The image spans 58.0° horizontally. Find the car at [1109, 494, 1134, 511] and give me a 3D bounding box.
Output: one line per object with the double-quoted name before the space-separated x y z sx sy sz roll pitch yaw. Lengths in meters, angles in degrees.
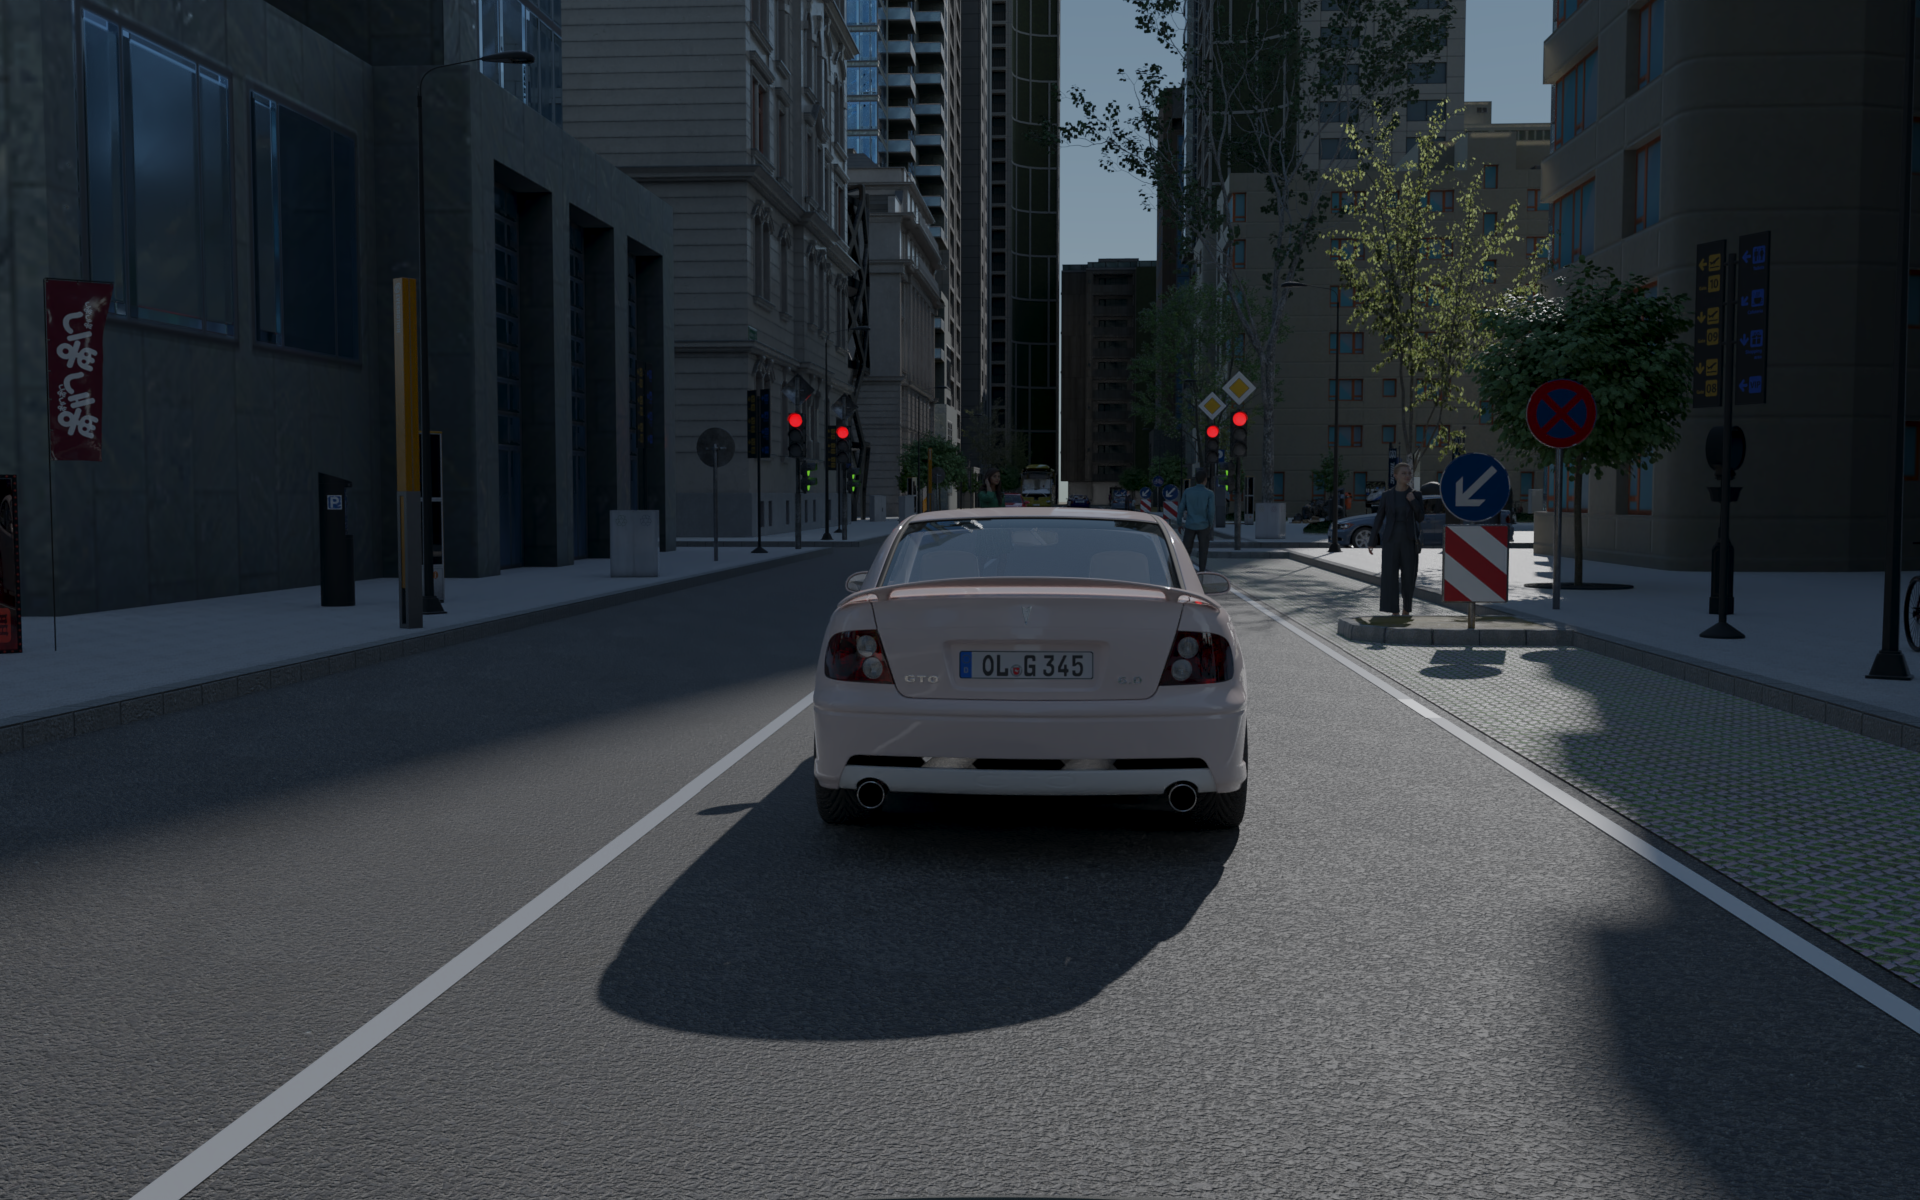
"car" 13.004 -7.769 139.019 2.014 1.417 4.499 0 4 4

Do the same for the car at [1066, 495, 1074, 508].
"car" 11.715 -9.938 174.842 2.083 1.381 4.827 0 4 3

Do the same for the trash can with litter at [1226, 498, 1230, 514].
"trash can with litter" 13.590 -4.711 88.408 1.055 1.170 0.624 -3 5 -42

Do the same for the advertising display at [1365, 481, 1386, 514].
"advertising display" 20.755 -4.974 86.539 0.974 1.923 0.123 1 4 20

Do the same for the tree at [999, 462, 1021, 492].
"tree" 5.009 -11.948 179.070 4.285 4.588 4.351 0 3 0

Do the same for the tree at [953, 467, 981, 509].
"tree" 0.134 -7.565 118.290 1.663 3.219 1.824 0 3 0

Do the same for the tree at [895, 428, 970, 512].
"tree" -1.521 -6.272 86.267 4.285 4.588 4.351 0 3 0

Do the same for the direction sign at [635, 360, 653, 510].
"direction sign" -5.410 -2.308 29.739 0.379 3.537 0.876 0 4 7

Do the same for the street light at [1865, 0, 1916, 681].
"street light" 5.942 -2.410 11.941 1.470 5.913 1.316 0 4 4

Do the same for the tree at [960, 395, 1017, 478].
"tree" 2.199 -10.943 129.285 4.360 8.622 3.978 0 3 0

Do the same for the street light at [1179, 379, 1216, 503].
"street light" 9.736 -5.963 70.033 1.470 5.913 1.316 0 4 4

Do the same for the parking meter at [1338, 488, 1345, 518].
"parking meter" 15.968 -3.933 72.722 0.372 1.533 0.369 0 3 0

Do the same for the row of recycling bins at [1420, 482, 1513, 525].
"row of recycling bins" 17.470 -3.229 59.915 3.534 1.692 1.069 -1 4 -18

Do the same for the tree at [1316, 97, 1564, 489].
"tree" 8.703 -5.024 32.503 4.360 8.622 3.978 0 3 0

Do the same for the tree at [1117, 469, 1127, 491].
"tree" 19.200 -12.773 192.556 4.285 4.588 4.351 0 3 0

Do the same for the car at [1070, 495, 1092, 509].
"car" 10.525 -8.482 151.255 1.945 1.354 3.894 0 4 6

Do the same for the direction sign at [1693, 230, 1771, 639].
"direction sign" 6.819 -1.431 15.386 0.379 3.537 0.876 -1 4 -17

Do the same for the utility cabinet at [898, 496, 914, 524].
"utility cabinet" -2.204 -3.664 71.062 0.306 1.237 1.020 1 4 21

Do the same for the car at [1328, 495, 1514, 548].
"car" 11.476 -1.913 43.272 4.499 1.417 2.014 0 4 2

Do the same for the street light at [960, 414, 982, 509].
"street light" 0.596 -7.836 100.665 1.470 5.913 1.316 0 4 4

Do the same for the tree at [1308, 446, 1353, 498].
"tree" 14.895 -4.628 70.267 1.663 3.219 1.824 0 3 0

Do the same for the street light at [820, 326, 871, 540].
"street light" -3.170 -4.621 48.096 1.470 5.913 1.316 0 4 4

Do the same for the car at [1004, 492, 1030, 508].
"car" 2.234 -4.441 81.645 2.155 1.783 4.494 0 4 4

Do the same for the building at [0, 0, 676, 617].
"building" -22.676 -43.669 26.661 31.000 86.520 22.319 0 4 4

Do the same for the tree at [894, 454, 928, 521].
"tree" -2.508 -5.386 82.662 1.663 3.219 1.824 0 3 0

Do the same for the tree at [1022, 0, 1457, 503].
"tree" 8.904 -12.264 56.404 12.611 20.169 13.585 0 3 0

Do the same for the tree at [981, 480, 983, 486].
"tree" 0.937 -7.967 124.864 1.663 3.219 1.824 0 3 0

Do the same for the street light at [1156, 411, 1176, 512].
"street light" 11.753 -7.558 96.117 1.470 5.913 1.316 0 4 4

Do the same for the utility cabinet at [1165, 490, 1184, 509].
"utility cabinet" 13.263 -6.012 106.975 1.173 1.500 0.318 -2 4 -25

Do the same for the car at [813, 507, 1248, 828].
"car" 0.385 0.214 8.856 2.083 1.381 4.827 0 4 3

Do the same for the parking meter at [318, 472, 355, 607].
"parking meter" -7.137 -0.699 19.833 0.372 1.533 0.369 0 3 0

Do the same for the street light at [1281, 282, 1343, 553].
"street light" 7.721 -4.006 38.041 1.470 5.913 1.316 0 4 4

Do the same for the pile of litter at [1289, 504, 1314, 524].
"pile of litter" 15.273 -3.784 75.829 1.719 0.858 1.176 1 4 11

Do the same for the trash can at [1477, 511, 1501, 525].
"trash can" 11.253 -1.554 37.061 0.748 1.137 0.748 0 3 0

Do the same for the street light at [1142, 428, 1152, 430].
"street light" 13.578 -9.165 122.395 1.470 5.913 1.316 0 4 4

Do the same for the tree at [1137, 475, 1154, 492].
"tree" 16.862 -9.993 157.982 1.663 3.219 1.824 0 3 0

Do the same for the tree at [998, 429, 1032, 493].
"tree" 6.179 -14.797 192.294 4.737 8.622 4.395 0 3 0

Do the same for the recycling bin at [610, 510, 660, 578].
"recycling bin" -5.058 -0.881 26.958 0.722 1.027 0.722 0 4 -7

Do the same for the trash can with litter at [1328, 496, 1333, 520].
"trash can with litter" 13.448 -3.133 62.280 1.678 1.210 2.233 0 4 6

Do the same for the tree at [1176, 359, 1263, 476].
"tree" 13.368 -8.571 90.501 4.737 8.622 4.395 0 3 0

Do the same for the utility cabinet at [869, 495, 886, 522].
"utility cabinet" -3.834 -4.270 80.971 0.306 1.237 1.020 2 4 30

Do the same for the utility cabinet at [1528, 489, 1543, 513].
"utility cabinet" 26.616 -4.319 79.289 1.173 1.500 0.318 -1 4 -15

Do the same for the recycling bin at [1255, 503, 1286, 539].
"recycling bin" 8.887 -2.264 49.564 0.722 1.027 0.722 2 4 25

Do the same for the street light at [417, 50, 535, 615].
"street light" -5.149 -2.801 18.336 1.470 5.913 1.316 0 4 4

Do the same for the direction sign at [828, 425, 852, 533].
"direction sign" -3.999 -3.992 57.269 0.876 3.537 0.379 -2 4 -25

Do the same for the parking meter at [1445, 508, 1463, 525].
"parking meter" 11.499 -2.111 40.221 0.399 1.863 0.255 2 4 34

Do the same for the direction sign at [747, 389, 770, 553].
"direction sign" -4.366 -2.790 37.606 0.379 3.537 0.876 -3 4 -39

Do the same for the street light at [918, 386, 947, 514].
"street light" -1.237 -6.240 74.569 1.470 5.913 1.316 0 4 4

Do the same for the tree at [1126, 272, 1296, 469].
"tree" 11.381 -9.437 80.053 9.928 11.665 9.643 0 3 0

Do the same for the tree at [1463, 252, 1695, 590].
"tree" 8.588 -2.449 23.753 4.285 4.588 4.351 0 3 0

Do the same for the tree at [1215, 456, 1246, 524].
"tree" 11.747 -4.837 73.680 1.663 3.219 1.824 0 3 0

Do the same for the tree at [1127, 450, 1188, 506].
"tree" 15.395 -8.821 127.934 4.285 4.588 4.351 0 3 0

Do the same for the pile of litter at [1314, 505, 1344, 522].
"pile of litter" 14.929 -3.286 67.695 1.719 0.858 1.176 0 4 1

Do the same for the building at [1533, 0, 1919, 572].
"building" 25.230 -10.797 21.565 27.650 21.520 28.899 0 4 4
